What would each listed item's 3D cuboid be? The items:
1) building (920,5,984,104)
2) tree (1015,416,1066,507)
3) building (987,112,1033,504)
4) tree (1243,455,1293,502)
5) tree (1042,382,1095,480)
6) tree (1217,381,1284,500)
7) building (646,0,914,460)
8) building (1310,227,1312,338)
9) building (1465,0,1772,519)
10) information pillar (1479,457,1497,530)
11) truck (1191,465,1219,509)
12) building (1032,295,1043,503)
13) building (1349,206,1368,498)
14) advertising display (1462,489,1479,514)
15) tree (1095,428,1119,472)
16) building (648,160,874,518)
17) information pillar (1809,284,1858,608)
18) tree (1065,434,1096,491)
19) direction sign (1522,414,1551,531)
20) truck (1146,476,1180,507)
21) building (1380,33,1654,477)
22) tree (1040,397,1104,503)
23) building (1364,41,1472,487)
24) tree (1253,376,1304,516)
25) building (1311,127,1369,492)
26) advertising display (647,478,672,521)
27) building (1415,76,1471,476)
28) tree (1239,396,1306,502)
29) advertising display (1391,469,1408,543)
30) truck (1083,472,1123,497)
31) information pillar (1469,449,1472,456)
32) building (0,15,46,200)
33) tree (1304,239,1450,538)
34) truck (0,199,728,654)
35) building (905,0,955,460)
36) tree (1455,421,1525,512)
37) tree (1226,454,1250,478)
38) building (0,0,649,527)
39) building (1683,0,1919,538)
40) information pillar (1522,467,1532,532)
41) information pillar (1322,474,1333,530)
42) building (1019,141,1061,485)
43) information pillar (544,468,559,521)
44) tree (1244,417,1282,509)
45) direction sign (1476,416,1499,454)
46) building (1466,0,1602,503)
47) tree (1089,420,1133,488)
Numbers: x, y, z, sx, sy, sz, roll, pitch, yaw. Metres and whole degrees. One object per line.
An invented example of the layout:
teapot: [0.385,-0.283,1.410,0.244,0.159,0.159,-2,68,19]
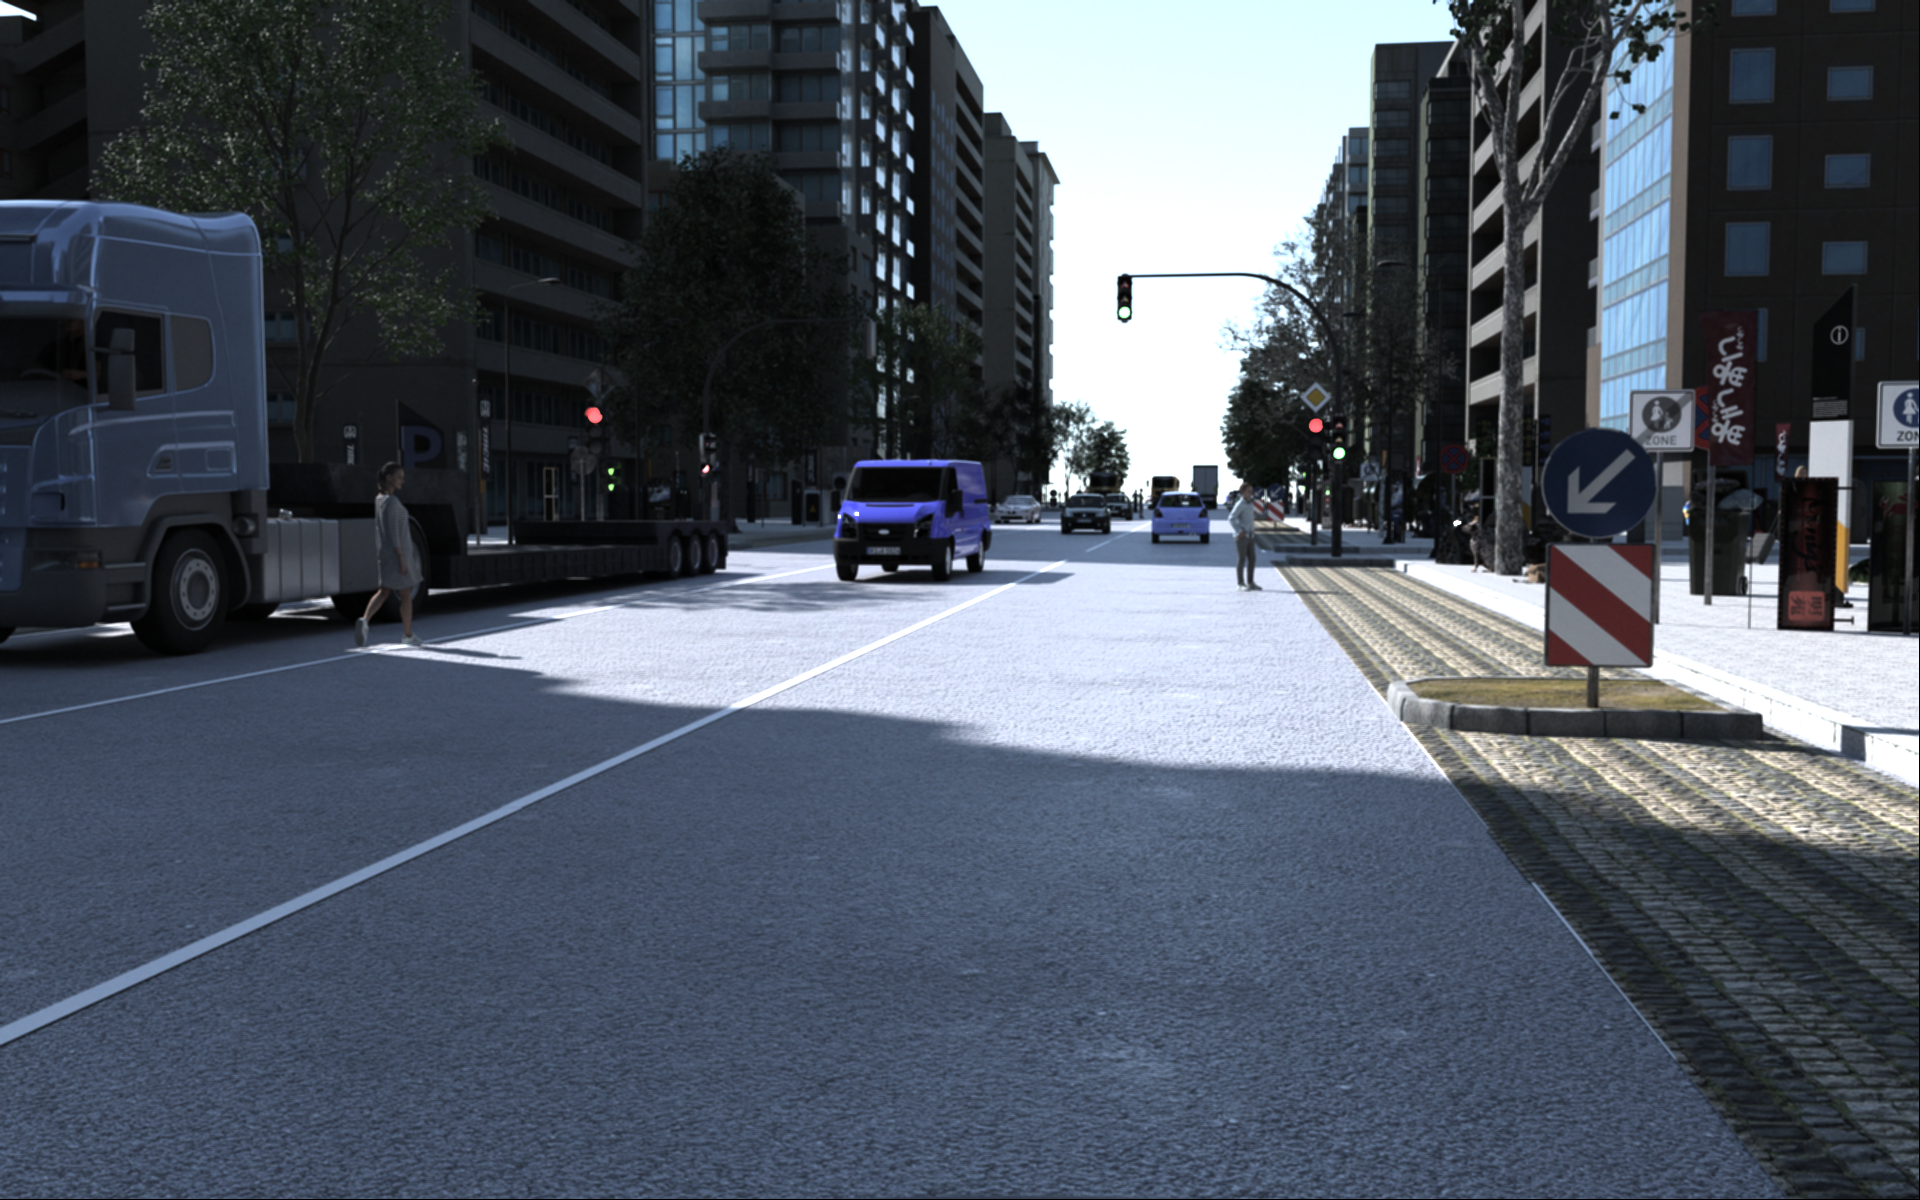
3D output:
building: [-9.508,-33.917,178.237,21.300,48.544,21.600,1,4,8]
tree: [7.926,-13.159,165.518,4.737,8.622,4.395,0,3,0]
building: [-2.254,-36.754,224.637,21.300,48.544,21.600,1,4,8]
tree: [26.177,-9.857,144.873,4.285,4.588,4.351,0,3,0]
tree: [4.298,-12.113,132.462,8.767,10.594,7.601,-3,4,-38]
tree: [32.415,-17.134,186.796,9.857,13.997,8.962,0,3,0]
building: [-16.025,-31.701,137.917,23.786,49.044,30.456,1,4,8]
building: [63.492,-38.952,256.467,23.786,49.044,30.456,1,4,8]
building: [39.245,-27.859,105.609,14.600,45.320,14.200,1,4,8]
information pillar: [10.555,-1.846,34.671,0.304,2.012,0.304,1,4,12]
truck: [24.339,-11.203,172.089,2.839,4.237,11.283,0,4,8]
building: [3.930,-28.787,242.370,14.160,30.474,14.107,1,4,8]
building: [46.336,-24.631,174.415,14.160,30.474,14.107,1,4,8]
advertising display: [23.797,-4.593,80.314,0.974,1.923,0.123,2,4,24]
tree: [17.850,-18.387,235.036,8.767,10.594,7.601,2,4,26]
building: [-21.781,-16.105,108.360,27.650,21.520,28.899,1,4,8]
information pillar: [9.877,-1.728,19.613,0.183,3.616,0.504,-2,4,-30]
tree: [14.687,-15.894,210.230,4.360,8.622,3.978,0,3,0]
direction sign: [16.326,-3.498,49.192,0.876,3.537,0.379,-1,4,-9]
truck: [21.863,-11.541,184.616,3.469,3.379,9.791,1,4,10]
building: [51.161,-27.407,139.980,32.217,40.220,23.993,1,4,8]
tree: [11.428,-15.774,183.654,9.928,11.665,9.643,0,3,0]
building: [44.652,-29.145,160.112,14.154,41.232,14.086,1,4,8]
tree: [19.929,-9.233,101.327,4.360,8.622,3.978,0,3,0]
building: [59.202,-37.098,226.163,23.786,49.044,30.456,1,4,8]
advertising display: [-11.991,-3.910,69.140,0.974,1.923,0.123,0,4,6]
building: [39.405,-21.473,122.784,14.160,30.474,14.107,1,4,8]
tree: [31.836,-15.311,176.087,9.928,11.665,9.643,0,3,0]
advertising display: [11.524,-2.469,45.577,0.123,1.923,0.974,0,4,-8]
truck: [12.970,-9.728,154.971,3.469,3.379,9.791,0,4,7]
information pillar: [26.158,-5.968,88.935,0.183,3.616,0.504,3,4,37]
building: [-51.815,-13.975,73.533,28.899,21.520,27.650,1,4,8]
tree: [12.343,-6.136,50.678,4.360,8.622,3.978,0,3,0]
truck: [-6.892,-2.002,22.495,2.967,4.110,18.799,1,4,9]
building: [-8.371,-31.193,160.110,14.600,45.320,14.200,1,4,8]
tree: [14.004,-3.132,45.816,1.663,3.219,1.824,0,3,0]
tree: [44.784,-20.389,267.765,8.767,10.594,7.601,2,4,29]
building: [-27.217,-27.589,74.789,21.300,48.544,21.600,1,4,8]
building: [29.425,-24.825,55.994,14.200,45.320,14.600,1,4,8]
information pillar: [16.645,-3.658,51.169,0.504,3.616,0.183,2,4,29]
information pillar: [13.267,-3.554,62.593,0.304,2.012,0.304,2,4,28]
building: [-0.058,-41.230,263.342,28.713,52.752,27.495,1,4,8]
information pillar: [-11.364,-2.671,48.165,0.304,2.012,0.304,1,4,12]
tree: [26.829,-12.326,151.895,4.737,8.622,4.395,0,3,0]
direction sign: [15.520,-3.586,50.624,0.876,3.537,0.379,1,4,10]
building: [36.164,-27.898,79.834,21.300,48.544,21.600,1,4,8]
tree: [22.659,-21.126,263.543,7.486,12.596,7.792,0,3,0]
